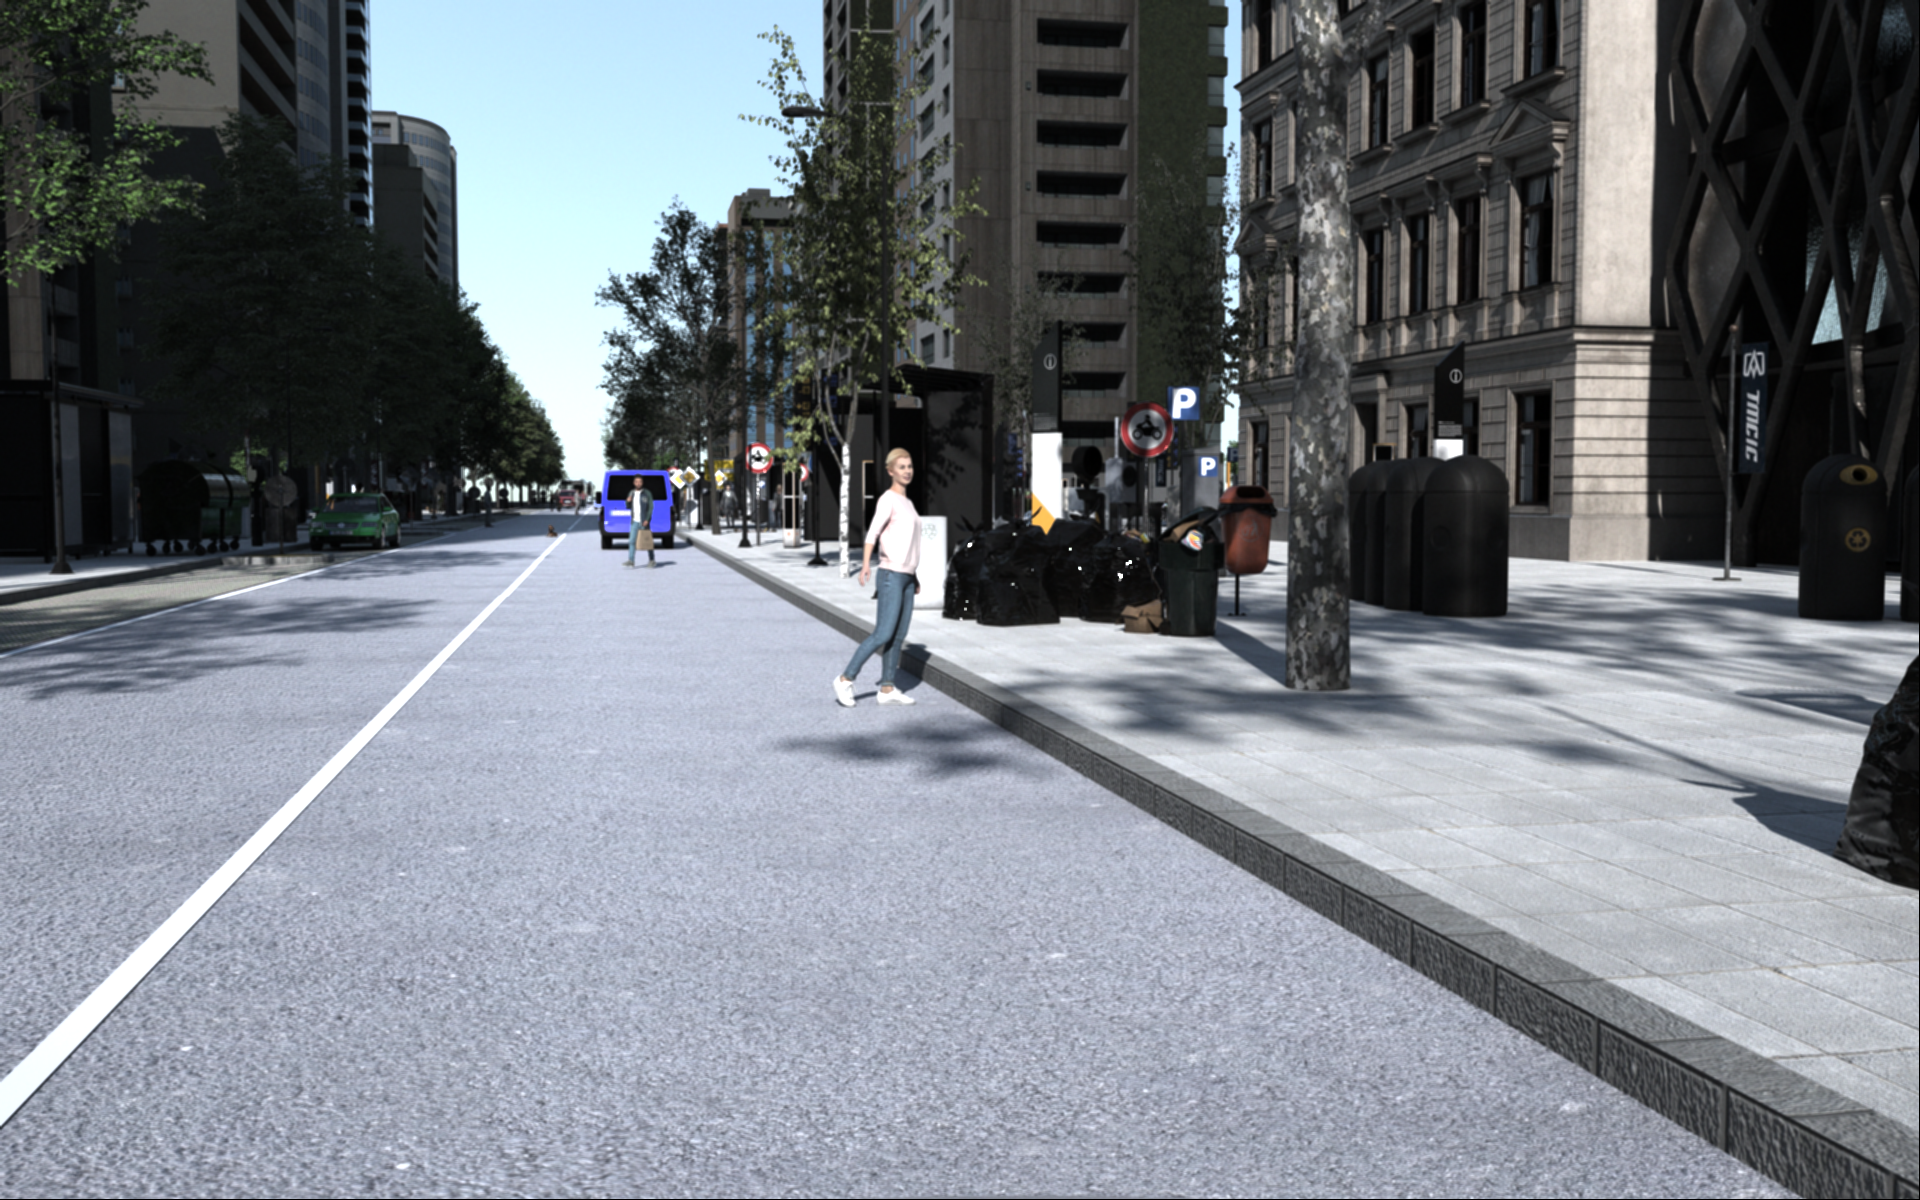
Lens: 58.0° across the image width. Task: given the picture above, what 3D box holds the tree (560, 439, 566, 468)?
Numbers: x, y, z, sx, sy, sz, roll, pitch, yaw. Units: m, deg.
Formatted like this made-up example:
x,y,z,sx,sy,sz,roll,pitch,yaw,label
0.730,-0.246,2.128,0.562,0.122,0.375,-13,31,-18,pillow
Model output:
x,y,z,sx,sy,sz,roll,pitch,yaw,label
-61.551,-20.578,254.573,7.486,12.596,7.792,0,3,0,tree

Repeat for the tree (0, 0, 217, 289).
x,y,z,sx,sy,sz,roll,pitch,yaw,label
-13.221,-5.831,21.086,9.928,11.665,9.643,0,3,0,tree

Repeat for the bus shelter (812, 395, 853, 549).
x,y,z,sx,sy,sz,roll,pitch,yaw,label
-2.870,-3.194,43.501,1.731,3.624,6.357,-1,4,-12,bus shelter

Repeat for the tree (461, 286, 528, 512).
x,y,z,sx,sy,sz,roll,pitch,yaw,label
-25.647,-9.563,82.107,9.928,11.665,9.643,0,3,0,tree

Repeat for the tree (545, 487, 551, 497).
x,y,z,sx,sy,sz,roll,pitch,yaw,label
-65.577,-19.859,275.048,4.737,8.622,4.395,0,3,0,tree

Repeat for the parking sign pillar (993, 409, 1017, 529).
x,y,z,sx,sy,sz,roll,pitch,yaw,label
1.444,-4.097,55.464,1.447,3.967,1.447,-1,4,-12,parking sign pillar

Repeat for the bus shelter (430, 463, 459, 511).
x,y,z,sx,sy,sz,roll,pitch,yaw,label
-39.035,-8.576,131.499,1.731,3.624,6.357,-1,4,-12,bus shelter

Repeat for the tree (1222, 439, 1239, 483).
x,y,z,sx,sy,sz,roll,pitch,yaw,label
14.548,-6.241,85.761,4.285,4.588,4.351,0,3,0,tree

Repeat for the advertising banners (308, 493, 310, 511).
x,y,z,sx,sy,sz,roll,pitch,yaw,label
-50.094,-8.212,130.459,2.074,3.025,0.090,-1,4,-16,advertising banners

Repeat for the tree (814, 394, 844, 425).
x,y,z,sx,sy,sz,roll,pitch,yaw,label
-8.772,-10.369,119.898,4.360,8.622,3.978,0,3,0,tree

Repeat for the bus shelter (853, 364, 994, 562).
x,y,z,sx,sy,sz,roll,pitch,yaw,label
-0.766,-2.640,34.447,1.731,3.624,6.357,-1,4,-12,bus shelter

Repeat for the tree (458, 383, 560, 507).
x,y,z,sx,sy,sz,roll,pitch,yaw,label
-45.795,-16.118,173.903,12.009,13.543,11.850,0,3,0,tree

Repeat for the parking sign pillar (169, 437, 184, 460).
x,y,z,sx,sy,sz,roll,pitch,yaw,label
-36.637,-5.709,81.816,1.447,3.967,1.447,-1,4,-12,parking sign pillar

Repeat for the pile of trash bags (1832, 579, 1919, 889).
x,y,z,sx,sy,sz,roll,pitch,yaw,label
4.827,0.258,5.528,3.447,1.369,1.912,-1,4,-8,pile of trash bags

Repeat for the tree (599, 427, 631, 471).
x,y,z,sx,sy,sz,roll,pitch,yaw,label
-46.602,-19.474,244.147,9.928,11.665,9.643,0,3,0,tree

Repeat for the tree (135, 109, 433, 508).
x,y,z,sx,sy,sz,roll,pitch,yaw,label
-20.821,-8.205,52.286,7.486,12.596,7.792,0,3,0,tree

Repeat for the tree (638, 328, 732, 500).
x,y,z,sx,sy,sz,roll,pitch,yaw,label
-11.717,-7.561,73.989,4.360,8.622,3.978,0,3,0,tree

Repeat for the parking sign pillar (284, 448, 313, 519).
x,y,z,sx,sy,sz,roll,pitch,yaw,label
-39.042,-6.930,101.773,1.447,3.967,1.447,0,4,5,parking sign pillar

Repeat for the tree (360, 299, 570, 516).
x,y,z,sx,sy,sz,roll,pitch,yaw,label
-29.702,-11.214,100.349,9.611,12.733,9.660,0,3,0,tree

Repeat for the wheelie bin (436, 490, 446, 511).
x,y,z,sx,sy,sz,roll,pitch,yaw,label
-38.285,-7.340,127.910,0.693,1.594,0.980,0,4,-4,wheelie bin

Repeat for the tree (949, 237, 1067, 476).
x,y,z,sx,sy,sz,roll,pitch,yaw,label
1.918,-6.025,48.873,4.360,8.622,3.978,0,3,0,tree

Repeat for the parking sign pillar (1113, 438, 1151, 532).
x,y,z,sx,sy,sz,roll,pitch,yaw,label
5.788,-4.291,58.626,1.447,3.967,1.447,-3,4,-36,parking sign pillar

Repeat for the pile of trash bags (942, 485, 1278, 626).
x,y,z,sx,sy,sz,roll,pitch,yaw,label
1.576,-0.494,17.824,3.447,1.369,1.912,-1,4,-9,pile of trash bags

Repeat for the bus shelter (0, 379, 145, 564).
x,y,z,sx,sy,sz,roll,pitch,yaw,label
-17.832,-3.386,32.995,2.179,5.291,8.768,-1,4,-11,bus shelter

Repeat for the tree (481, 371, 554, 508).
x,y,z,sx,sy,sz,roll,pitch,yaw,label
-40.902,-14.462,154.575,7.486,12.596,7.792,0,3,0,tree

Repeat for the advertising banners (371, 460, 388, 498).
x,y,z,sx,sy,sz,roll,pitch,yaw,label
-29.057,-5.630,88.231,2.074,3.025,0.090,-2,4,-25,advertising banners

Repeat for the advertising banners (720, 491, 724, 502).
x,y,z,sx,sy,sz,roll,pitch,yaw,label
-13.782,-6.646,104.846,2.074,3.025,0.090,-1,4,-22,advertising banners

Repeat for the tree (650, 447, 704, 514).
x,y,z,sx,sy,sz,roll,pitch,yaw,label
-18.212,-7.812,111.440,4.285,4.588,4.351,0,3,0,tree

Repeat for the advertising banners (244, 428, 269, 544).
x,y,z,sx,sy,sz,roll,pitch,yaw,label
-18.483,-3.016,45.498,0.090,3.025,2.074,-3,4,-36,advertising banners

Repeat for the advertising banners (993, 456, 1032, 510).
x,y,z,sx,sy,sz,roll,pitch,yaw,label
2.475,-5.082,79.271,2.074,3.025,0.090,2,4,25,advertising banners

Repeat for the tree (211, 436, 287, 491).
x,y,z,sx,sy,sz,roll,pitch,yaw,label
-38.481,-6.816,95.152,4.285,4.588,4.351,0,3,0,tree

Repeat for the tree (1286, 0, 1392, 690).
x,y,z,sx,sy,sz,roll,pitch,yaw,label
1.450,-9.409,9.719,12.611,20.169,13.585,0,3,0,tree

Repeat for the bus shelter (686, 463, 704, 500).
x,y,z,sx,sy,sz,roll,pitch,yaw,label
-17.666,-7.544,117.275,2.014,3.302,5.546,-1,4,-12,bus shelter

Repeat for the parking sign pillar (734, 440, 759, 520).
x,y,z,sx,sy,sz,roll,pitch,yaw,label
-10.653,-6.016,86.841,1.447,3.967,1.447,1,4,14,parking sign pillar

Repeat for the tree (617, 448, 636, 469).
x,y,z,sx,sy,sz,roll,pitch,yaw,label
-35.395,-14.826,192.765,4.737,8.622,4.395,0,3,0,tree

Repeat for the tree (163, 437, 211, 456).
x,y,z,sx,sy,sz,roll,pitch,yaw,label
-44.527,-7.142,100.477,4.285,4.588,4.351,0,3,0,tree

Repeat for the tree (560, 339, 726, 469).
x,y,z,sx,sy,sz,roll,pitch,yaw,label
-22.019,-13.446,130.209,12.009,13.543,11.850,0,3,0,tree

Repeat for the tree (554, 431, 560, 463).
x,y,z,sx,sy,sz,roll,pitch,yaw,label
-50.697,-17.121,198.060,7.486,12.596,7.792,0,3,0,tree

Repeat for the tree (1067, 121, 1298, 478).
x,y,z,sx,sy,sz,roll,pitch,yaw,label
5.057,-5.196,35.325,4.360,8.622,3.978,0,3,0,tree

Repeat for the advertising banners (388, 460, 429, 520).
x,y,z,sx,sy,sz,roll,pitch,yaw,label
-27.656,-5.562,87.134,2.074,3.025,0.090,1,4,9,advertising banners

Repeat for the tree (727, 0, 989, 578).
x,y,z,sx,sy,sz,roll,pitch,yaw,label
-1.689,-4.657,26.506,4.737,8.622,4.395,0,3,0,tree

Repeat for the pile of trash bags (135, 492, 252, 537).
x,y,z,sx,sy,sz,roll,pitch,yaw,label
-22.901,-2.580,51.939,3.447,1.369,1.912,0,4,-8,pile of trash bags

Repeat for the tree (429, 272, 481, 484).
x,y,z,sx,sy,sz,roll,pitch,yaw,label
-24.607,-9.465,72.882,7.486,12.596,7.792,0,3,0,tree

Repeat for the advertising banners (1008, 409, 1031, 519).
x,y,z,sx,sy,sz,roll,pitch,yaw,label
1.187,-2.377,35.060,0.090,3.025,2.074,1,4,11,advertising banners

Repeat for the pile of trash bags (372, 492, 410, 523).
x,y,z,sx,sy,sz,roll,pitch,yaw,label
-25.728,-4.103,76.833,1.912,1.369,3.447,-2,4,-32,pile of trash bags

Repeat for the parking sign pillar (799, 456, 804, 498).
x,y,z,sx,sy,sz,roll,pitch,yaw,label
-11.535,-8.227,122.984,1.447,3.967,1.447,1,4,18,parking sign pillar

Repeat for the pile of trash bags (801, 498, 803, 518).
x,y,z,sx,sy,sz,roll,pitch,yaw,label
-7.245,-5.122,93.496,1.912,1.369,3.447,-2,4,-25,pile of trash bags

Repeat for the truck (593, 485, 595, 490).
x,y,z,sx,sy,sz,roll,pitch,yaw,label
-63.075,-18.032,290.752,3.469,3.379,9.791,-1,4,-12,truck

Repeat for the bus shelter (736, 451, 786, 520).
x,y,z,sx,sy,sz,roll,pitch,yaw,label
-9.355,-5.372,81.762,2.014,3.302,5.546,-1,4,-12,bus shelter

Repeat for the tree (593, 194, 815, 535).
x,y,z,sx,sy,sz,roll,pitch,yaw,label
-8.050,-7.347,54.535,7.601,10.594,8.767,0,4,-2,tree
